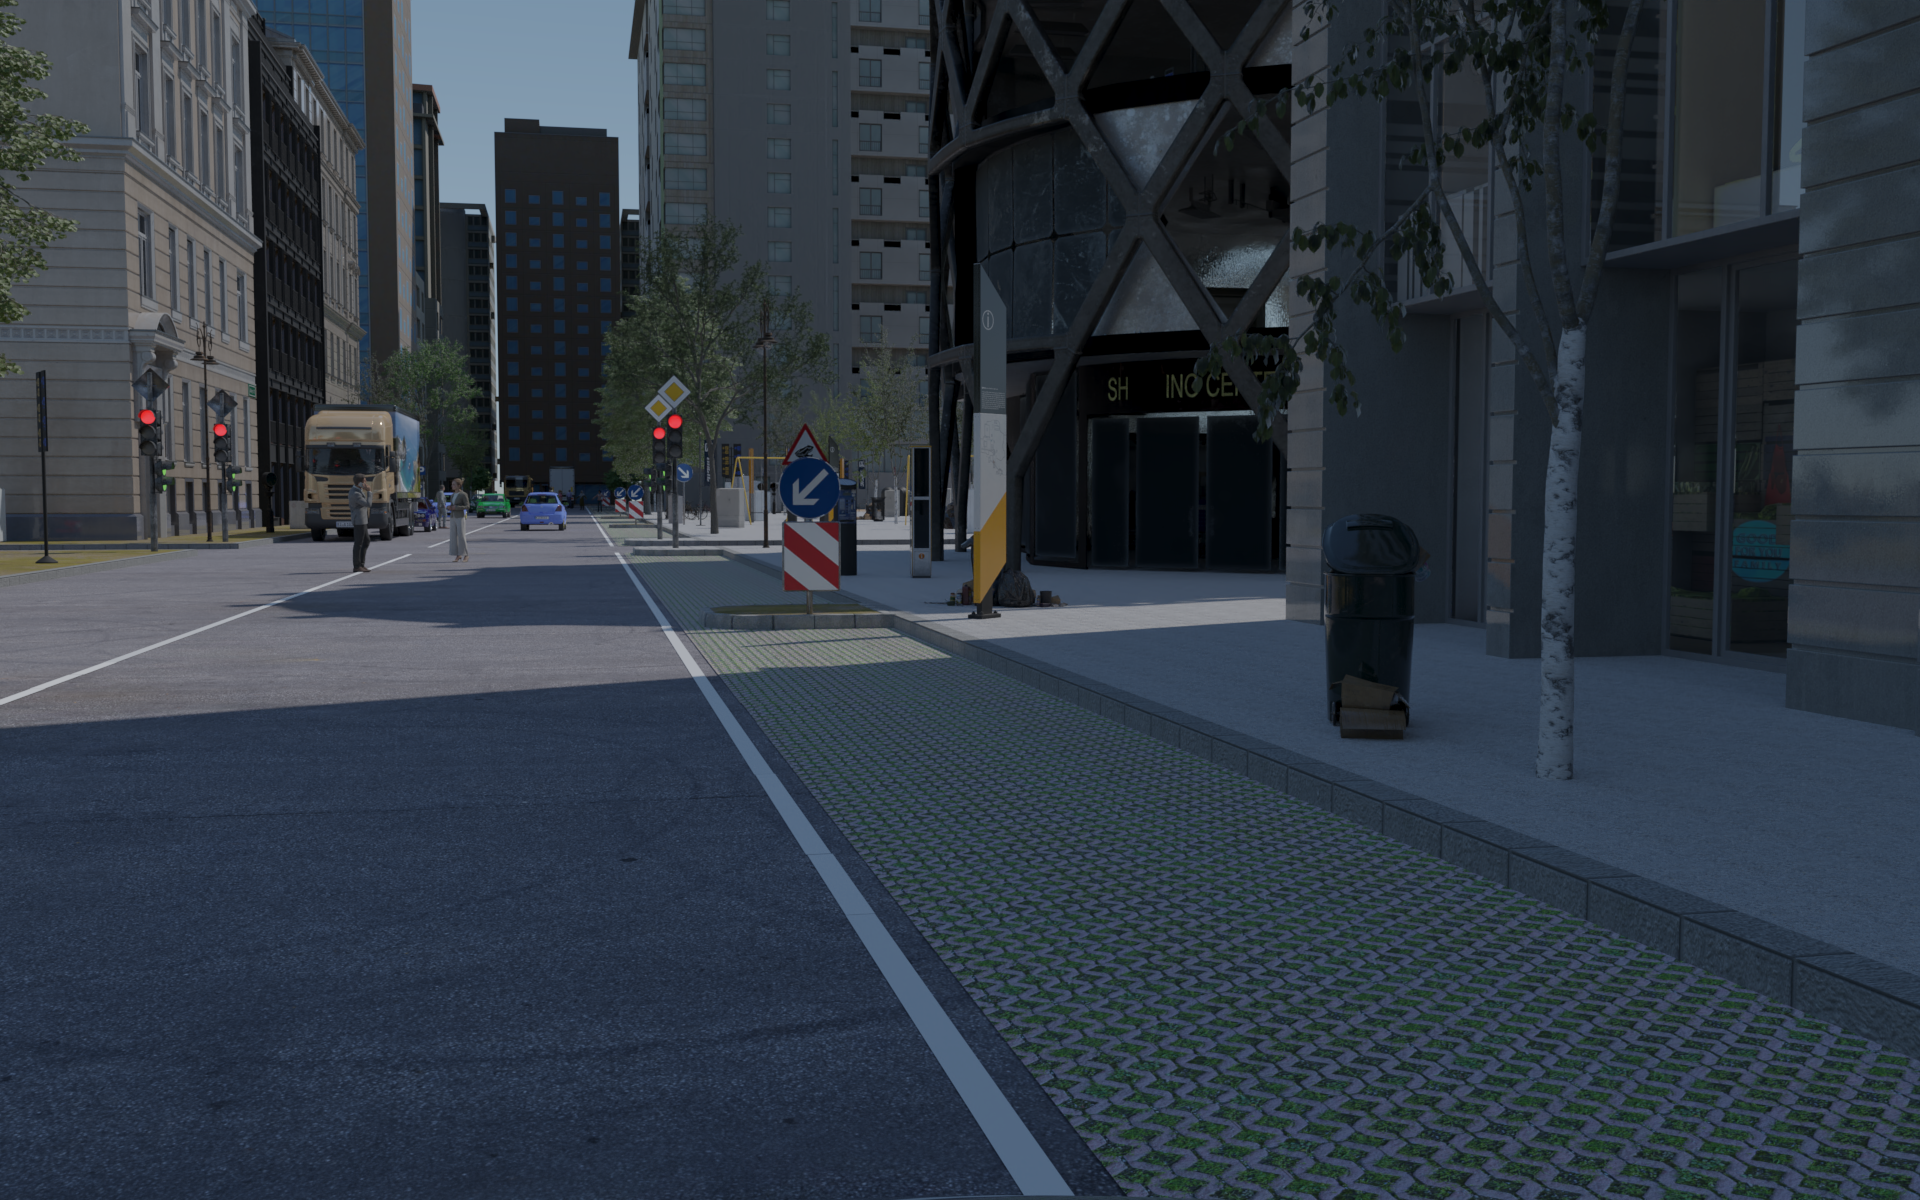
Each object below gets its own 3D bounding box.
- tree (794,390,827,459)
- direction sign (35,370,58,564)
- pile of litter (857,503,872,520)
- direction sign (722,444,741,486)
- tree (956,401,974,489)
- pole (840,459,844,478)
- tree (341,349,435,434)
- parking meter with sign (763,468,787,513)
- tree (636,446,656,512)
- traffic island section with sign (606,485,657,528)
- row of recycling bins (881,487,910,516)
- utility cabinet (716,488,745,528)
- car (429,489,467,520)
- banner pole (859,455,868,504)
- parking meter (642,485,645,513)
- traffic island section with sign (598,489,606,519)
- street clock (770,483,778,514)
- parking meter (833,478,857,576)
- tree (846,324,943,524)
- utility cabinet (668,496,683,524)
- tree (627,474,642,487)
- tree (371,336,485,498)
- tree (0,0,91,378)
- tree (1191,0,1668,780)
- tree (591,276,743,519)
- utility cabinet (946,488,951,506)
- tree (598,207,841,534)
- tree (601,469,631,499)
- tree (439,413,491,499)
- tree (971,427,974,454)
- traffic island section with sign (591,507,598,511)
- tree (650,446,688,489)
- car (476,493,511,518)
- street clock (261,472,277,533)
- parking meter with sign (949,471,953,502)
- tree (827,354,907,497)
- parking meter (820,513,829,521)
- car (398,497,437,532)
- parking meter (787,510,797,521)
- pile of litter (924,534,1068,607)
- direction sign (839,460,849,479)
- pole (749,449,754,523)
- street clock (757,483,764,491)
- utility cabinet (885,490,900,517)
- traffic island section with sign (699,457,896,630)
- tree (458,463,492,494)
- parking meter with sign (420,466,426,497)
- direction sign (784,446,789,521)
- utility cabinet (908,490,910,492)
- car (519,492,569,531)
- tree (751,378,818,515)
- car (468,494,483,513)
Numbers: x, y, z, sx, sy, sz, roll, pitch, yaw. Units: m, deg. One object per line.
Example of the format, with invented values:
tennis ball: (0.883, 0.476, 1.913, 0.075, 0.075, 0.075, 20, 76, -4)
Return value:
tree: (-9.348, -10.378, 120.049, 4.737, 8.622, 4.395, 0, 3, 0)
direction sign: (-16.934, -2.447, 32.006, 0.379, 3.537, 0.876, -3, 4, -37)
pile of litter: (-4.679, -4.414, 86.126, 1.176, 0.858, 1.719, -1, 4, -15)
direction sign: (-10.280, -5.258, 77.973, 0.876, 3.537, 0.379, 0, 4, -1)
tree: (0.882, -8.114, 83.023, 4.360, 8.622, 3.978, 0, 3, 0)
pole: (-6.772, -6.458, 99.439, 0.158, 3.312, 0.155, 0, 3, 0)
tree: (-29.117, -8.413, 87.908, 4.360, 8.622, 3.978, 0, 3, 0)
parking meter with sign: (-12.252, -7.289, 115.431, 1.738, 3.016, 0.543, -1, 4, -13)
tree: (-22.199, -10.651, 124.514, 4.360, 8.622, 3.978, 0, 3, 0)
traffic island section with sign: (-13.861, -3.959, 73.358, 1.989, 1.847, 2.006, -1, 4, -12)
row of recycling bins: (-2.940, -5.735, 100.879, 3.534, 1.692, 1.069, 1, 4, 18)
utility cabinet: (-8.643, -3.452, 65.113, 1.173, 1.500, 0.318, 3, 4, 36)
car: (-27.995, -5.208, 94.735, 1.945, 1.707, 3.694, -1, 4, -10)
banner pole: (-6.099, -7.370, 110.510, 0.863, 3.779, 0.401, 1, 4, 18)
parking meter: (-20.860, -6.666, 114.696, 0.399, 1.863, 0.255, -3, 5, -44)
traffic island section with sign: (-19.675, -5.569, 99.681, 1.989, 1.847, 2.006, -1, 4, -12)
street clock: (-11.771, -6.429, 109.679, 0.471, 2.002, 0.358, 0, 4, 7)
parking meter: (-1.811, -1.156, 27.305, 0.372, 1.533, 0.369, 0, 3, 0)
tree: (-2.784, -7.589, 74.447, 4.360, 8.622, 3.978, 0, 3, 0)
utility cabinet: (-12.397, -3.935, 75.501, 0.306, 1.237, 1.020, -2, 4, -31)
tree: (-26.750, -9.110, 143.553, 1.663, 3.219, 1.824, 0, 3, 0)
tree: (-35.099, -11.496, 113.718, 9.928, 11.665, 9.643, 0, 3, 0)
tree: (-15.627, -6.429, 23.240, 7.486, 12.596, 7.792, 0, 3, 0)
tree: (2.631, -3.513, 7.808, 4.360, 8.622, 3.978, 0, 3, 0)
tree: (-14.613, -10.467, 89.265, 7.486, 12.596, 7.792, 0, 3, 0)
utility cabinet: (-0.947, -3.602, 67.578, 1.173, 1.500, 0.318, 0, 4, 4)
tree: (-7.832, -7.420, 55.737, 8.767, 10.594, 7.601, 0, 4, 6)
tree: (-39.317, -13.114, 198.131, 4.285, 4.588, 4.351, 0, 3, 0)
tree: (-46.875, -13.123, 164.925, 4.737, 8.622, 4.395, 0, 3, 0)
tree: (2.374, -9.792, 110.458, 4.737, 8.622, 4.395, 0, 3, 0)
traffic island section with sign: (-30.422, -8.543, 148.306, 1.989, 1.847, 2.006, -1, 4, -12)
tree: (-20.412, -10.286, 118.546, 4.737, 8.622, 4.395, 0, 3, 0)
car: (-28.298, -5.889, 105.076, 1.959, 1.807, 4.718, -1, 4, -11)
street clock: (-22.896, -3.233, 57.434, 0.358, 2.002, 0.471, 2, 4, 25)
parking meter with sign: (-0.178, -6.119, 96.303, 0.543, 3.016, 1.738, 1, 4, 12)
tree: (-4.531, -8.630, 91.466, 4.737, 8.622, 4.395, 0, 3, 0)
parking meter: (-6.006, -4.371, 77.177, 0.399, 1.863, 0.255, -3, 5, -43)
car: (-20.989, -3.276, 66.141, 1.945, 1.354, 3.894, -1, 4, -12)
parking meter: (-6.165, -3.376, 63.608, 0.372, 1.533, 0.369, 0, 3, 0)
pile of litter: (0.411, -0.376, 20.109, 1.719, 0.858, 1.176, 3, 5, 43)
direction sign: (-7.843, -7.644, 116.980, 0.876, 3.537, 0.379, 3, 4, 38)
pole: (-9.356, -5.126, 77.650, 0.158, 3.312, 0.155, 0, 3, 0)
street clock: (-13.054, -6.678, 113.759, 0.471, 2.002, 0.358, 1, 4, 16)
utility cabinet: (-3.728, -5.276, 94.948, 0.318, 1.500, 1.173, -2, 4, -31)
traffic island section with sign: (-1.858, -0.641, 19.115, 1.989, 1.847, 2.006, -1, 4, -12)
tree: (-54.383, -12.936, 195.210, 4.285, 4.588, 4.351, 0, 3, 0)
parking meter with sign: (-33.610, -6.824, 107.838, 0.543, 3.016, 1.738, -1, 4, -13)
direction sign: (-8.112, -5.472, 81.458, 0.379, 3.537, 0.876, 0, 4, 5)
utility cabinet: (-2.927, -5.887, 104.936, 0.318, 1.500, 1.173, 2, 4, 28)
car: (-16.519, -3.616, 68.710, 1.945, 1.707, 3.694, -1, 4, -11)
tree: (-10.476, -9.362, 103.436, 4.360, 8.622, 3.978, 0, 3, 0)
car: (-36.715, -7.402, 132.820, 2.131, 1.459, 4.920, -1, 4, -14)
